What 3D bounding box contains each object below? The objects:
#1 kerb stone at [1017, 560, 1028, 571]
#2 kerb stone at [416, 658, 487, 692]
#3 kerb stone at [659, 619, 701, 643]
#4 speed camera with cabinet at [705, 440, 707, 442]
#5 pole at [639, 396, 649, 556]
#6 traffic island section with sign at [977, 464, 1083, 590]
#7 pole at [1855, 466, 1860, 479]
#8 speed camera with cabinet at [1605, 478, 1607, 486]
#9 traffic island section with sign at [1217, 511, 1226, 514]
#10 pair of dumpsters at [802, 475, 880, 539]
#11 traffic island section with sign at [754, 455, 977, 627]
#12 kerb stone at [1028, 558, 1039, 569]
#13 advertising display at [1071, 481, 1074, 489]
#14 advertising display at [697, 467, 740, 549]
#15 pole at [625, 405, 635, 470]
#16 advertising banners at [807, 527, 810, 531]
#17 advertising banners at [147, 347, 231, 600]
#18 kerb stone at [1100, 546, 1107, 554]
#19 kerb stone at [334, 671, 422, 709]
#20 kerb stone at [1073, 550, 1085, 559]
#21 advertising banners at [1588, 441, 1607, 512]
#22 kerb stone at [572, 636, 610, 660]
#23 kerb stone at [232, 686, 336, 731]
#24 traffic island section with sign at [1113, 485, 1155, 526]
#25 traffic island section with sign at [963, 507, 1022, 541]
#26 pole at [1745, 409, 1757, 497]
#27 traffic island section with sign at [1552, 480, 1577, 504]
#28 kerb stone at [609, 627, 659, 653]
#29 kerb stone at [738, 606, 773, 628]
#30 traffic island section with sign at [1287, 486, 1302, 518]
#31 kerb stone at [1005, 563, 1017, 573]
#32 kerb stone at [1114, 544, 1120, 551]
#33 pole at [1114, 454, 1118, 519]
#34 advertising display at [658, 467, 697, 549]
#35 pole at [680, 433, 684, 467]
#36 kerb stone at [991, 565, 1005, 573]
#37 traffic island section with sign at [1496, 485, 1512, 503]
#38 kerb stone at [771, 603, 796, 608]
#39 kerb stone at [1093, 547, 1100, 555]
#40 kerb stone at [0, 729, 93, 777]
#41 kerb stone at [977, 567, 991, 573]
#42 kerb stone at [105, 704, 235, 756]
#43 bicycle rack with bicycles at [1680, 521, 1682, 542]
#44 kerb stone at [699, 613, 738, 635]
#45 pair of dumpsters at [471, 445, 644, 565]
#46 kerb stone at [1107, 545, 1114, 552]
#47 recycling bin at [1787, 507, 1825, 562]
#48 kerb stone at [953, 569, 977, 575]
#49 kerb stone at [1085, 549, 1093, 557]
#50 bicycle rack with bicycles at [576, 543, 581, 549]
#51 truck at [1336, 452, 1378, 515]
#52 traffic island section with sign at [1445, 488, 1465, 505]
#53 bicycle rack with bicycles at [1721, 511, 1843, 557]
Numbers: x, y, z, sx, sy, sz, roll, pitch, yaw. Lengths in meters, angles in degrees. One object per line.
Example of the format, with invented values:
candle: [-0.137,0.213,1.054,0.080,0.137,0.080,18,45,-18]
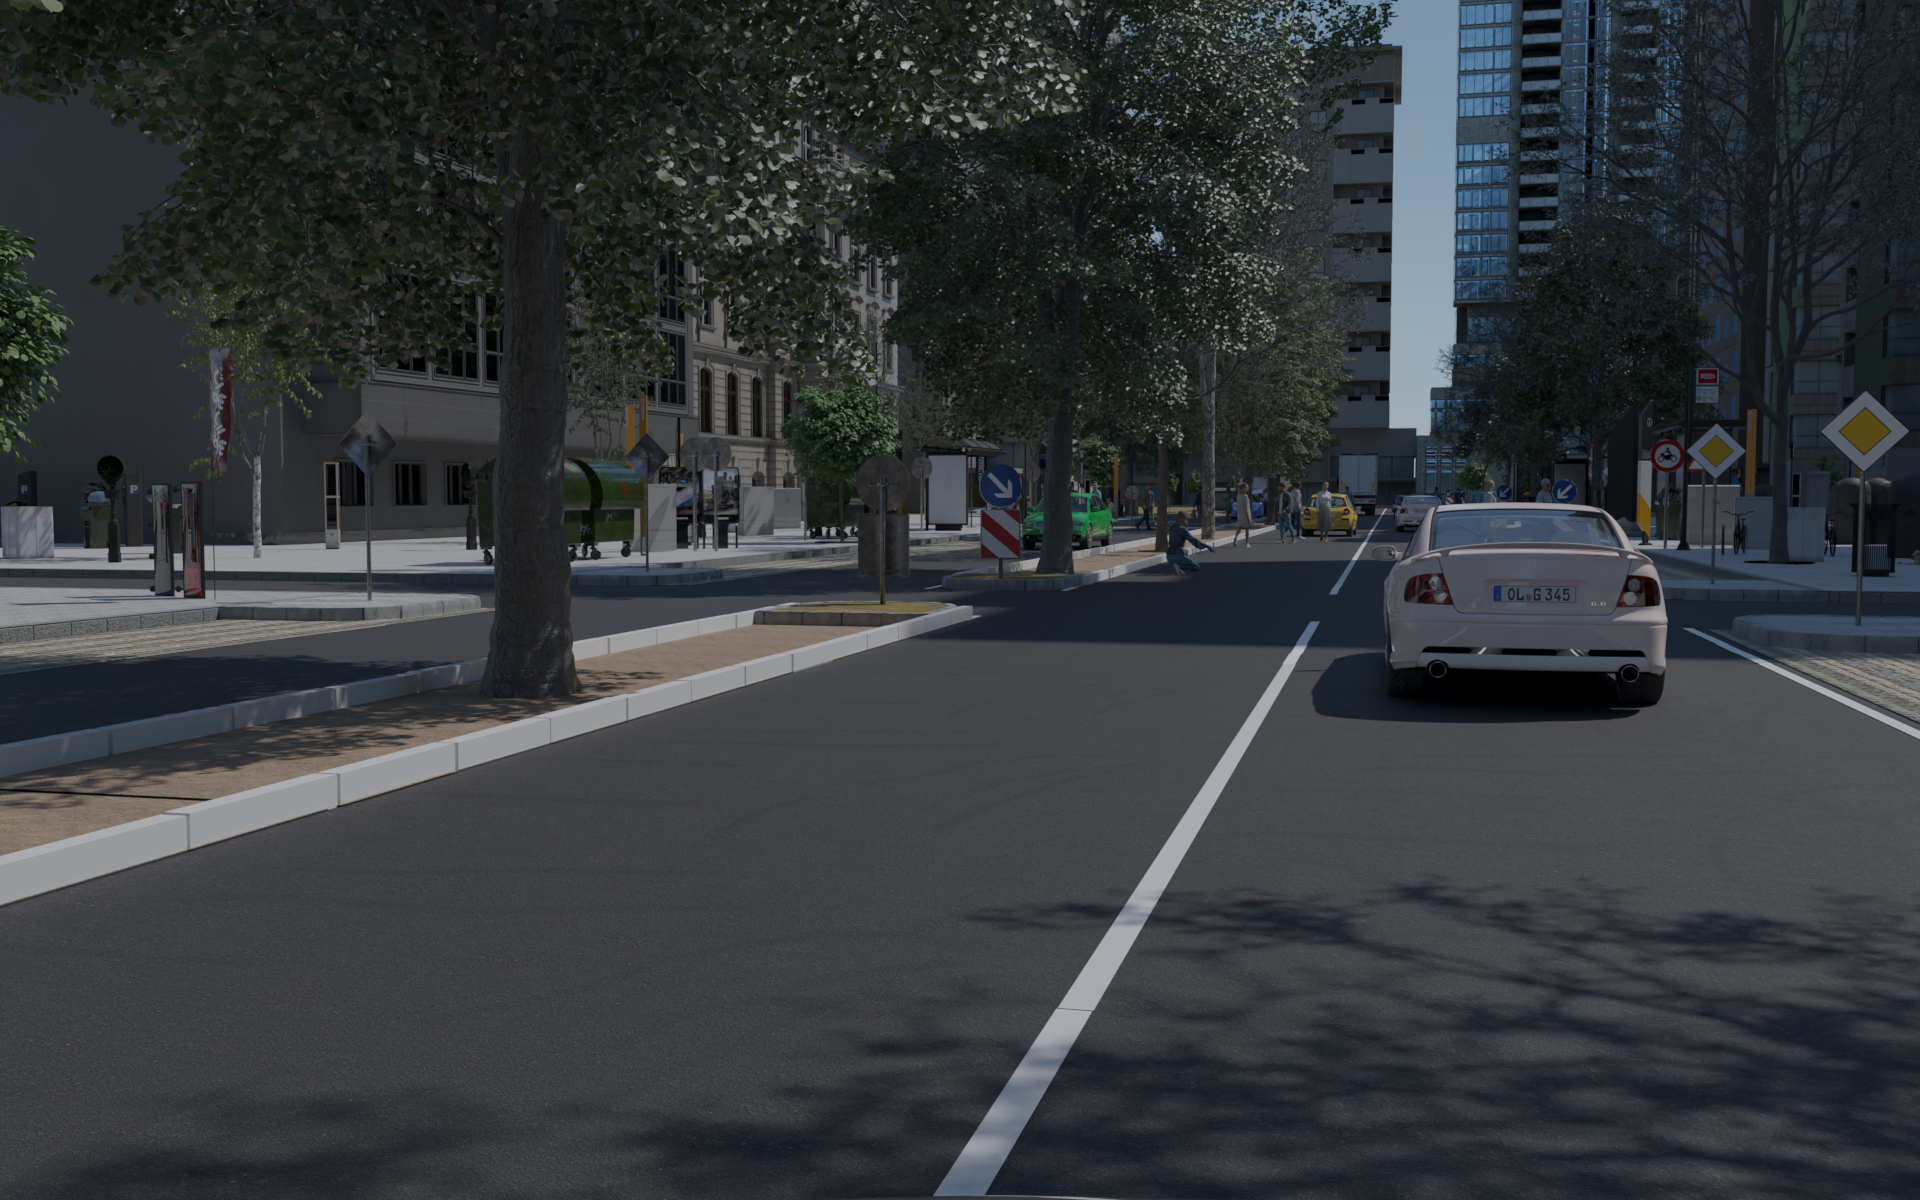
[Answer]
kerb stone: [1.070,-0.617,32.367,0.120,0.150,1.000,1,4,14]
kerb stone: [-3.812,0.567,12.952,0.120,0.150,1.000,1,4,14]
kerb stone: [-2.811,0.321,16.944,0.120,0.150,1.000,1,4,14]
speed camera with cabinet: [-8.764,-4.231,63.516,2.038,3.252,0.660,-3,4,-36]
pole: [-6.563,-2.576,35.959,0.158,3.312,0.155,0,3,0]
traffic island section with sign: [0.768,-1.139,26.760,2.006,1.907,1.989,1,4,14]
pole: [29.737,-3.883,57.337,0.158,3.312,0.155,0,3,0]
speed camera with cabinet: [36.599,-6.172,95.252,2.038,3.252,0.660,2,4,27]
traffic island section with sign: [19.941,-7.254,127.226,1.989,1.847,2.006,1,4,14]
pair of dumpsters: [-3.322,-2.985,51.298,1.574,2.255,4.437,1,4,14]
traffic island section with sign: [-1.047,-0.700,19.578,2.006,1.907,1.989,1,4,14]
kerb stone: [1.321,-0.681,33.357,0.120,0.150,1.000,1,4,14]
advertising display: [5.312,-5.066,88.048,0.974,1.923,0.123,1,4,12]
advertising display: [-5.630,-2.166,40.628,0.974,1.923,0.123,-2,4,-34]
pole: [-7.565,-2.809,39.778,0.158,3.312,0.155,0,3,0]
advertising banners: [-5.277,-3.969,61.074,0.090,3.025,2.074,0,4,2]
advertising banners: [-9.449,-1.534,21.261,2.074,3.025,0.090,3,5,39]
kerb stone: [3.314,-1.170,41.321,0.120,0.150,1.000,1,4,14]
kerb stone: [-4.060,0.632,11.956,0.120,0.150,1.000,1,4,14]
kerb stone: [2.561,-0.987,38.332,0.120,0.150,1.000,1,4,14]
advertising banners: [20.640,-3.664,56.090,0.090,3.025,2.074,0,4,4]
kerb stone: [-3.316,0.443,14.948,0.120,0.150,1.000,1,4,14]
kerb stone: [-4.313,0.688,10.950,0.120,0.150,1.000,1,4,14]
traffic island section with sign: [7.839,-4.307,79.051,1.989,1.847,2.006,1,4,14]
traffic island section with sign: [1.276,-2.708,52.904,1.989,1.847,2.006,1,4,14]
pole: [19.049,-2.930,41.753,0.158,3.312,0.155,0,3,0]
traffic island section with sign: [16.728,-2.437,48.476,1.989,1.847,2.006,1,4,14]
kerb stone: [-3.058,0.382,15.946,0.120,0.150,1.000,1,4,14]
kerb stone: [-2.306,0.202,18.926,0.120,0.150,1.000,1,4,14]
traffic island section with sign: [19.067,-5.597,99.645,2.006,1.907,1.989,1,4,14]
kerb stone: [0.815,-0.556,31.368,0.120,0.150,1.000,1,4,14]
kerb stone: [3.813,-1.291,43.308,0.120,0.150,1.000,1,4,14]
pole: [7.868,-5.721,87.376,0.158,3.312,0.155,0,3,0]
advertising display: [-6.577,-2.167,40.645,0.974,1.923,0.123,-1,4,-22]
pole: [-9.338,-3.921,57.946,0.158,3.312,0.155,0,3,0]
kerb stone: [0.568,-0.498,30.375,0.120,0.150,1.000,1,4,14]
traffic island section with sign: [23.288,-4.036,74.624,1.989,1.847,2.006,1,4,14]
kerb stone: [-2.063,0.139,19.928,0.120,0.150,1.000,1,4,14]
kerb stone: [3.063,-1.109,40.323,0.120,0.150,1.000,1,4,14]
kerb stone: [-4.818,0.809,8.961,0.120,0.150,1.000,1,4,14]
kerb stone: [0.309,-0.439,29.372,0.120,0.150,1.000,1,4,14]
kerb stone: [-4.562,0.750,9.955,0.120,0.150,1.000,1,4,14]
bicycle rack with bicycles: [20.394,-1.980,45.762,2.852,0.926,2.925,-1,4,-16]
kerb stone: [-2.566,0.262,17.938,0.120,0.150,1.000,1,4,14]
pair of dumpsters: [-7.656,-1.877,33.176,1.574,2.255,4.437,1,4,14]
kerb stone: [3.557,-1.221,42.314,0.120,0.150,1.000,1,4,14]
recycling bin: [16.129,-1.258,33.124,0.722,1.027,0.722,2,4,26]
kerb stone: [0.060,-0.378,28.379,0.120,0.150,1.000,1,4,14]
kerb stone: [2.817,-1.048,39.327,0.120,0.150,1.000,1,4,14]
bicycle rack with bicycles: [-9.753,-1.738,41.799,2.852,0.926,2.925,0,4,3]
truck: [27.643,-8.049,120.508,2.839,4.237,11.283,1,4,12]
traffic island section with sign: [35.667,-7.050,123.901,1.989,1.847,2.006,1,4,14]
bicycle rack with bicycles: [17.369,-1.438,36.901,2.852,0.926,2.925,2,4,24]
